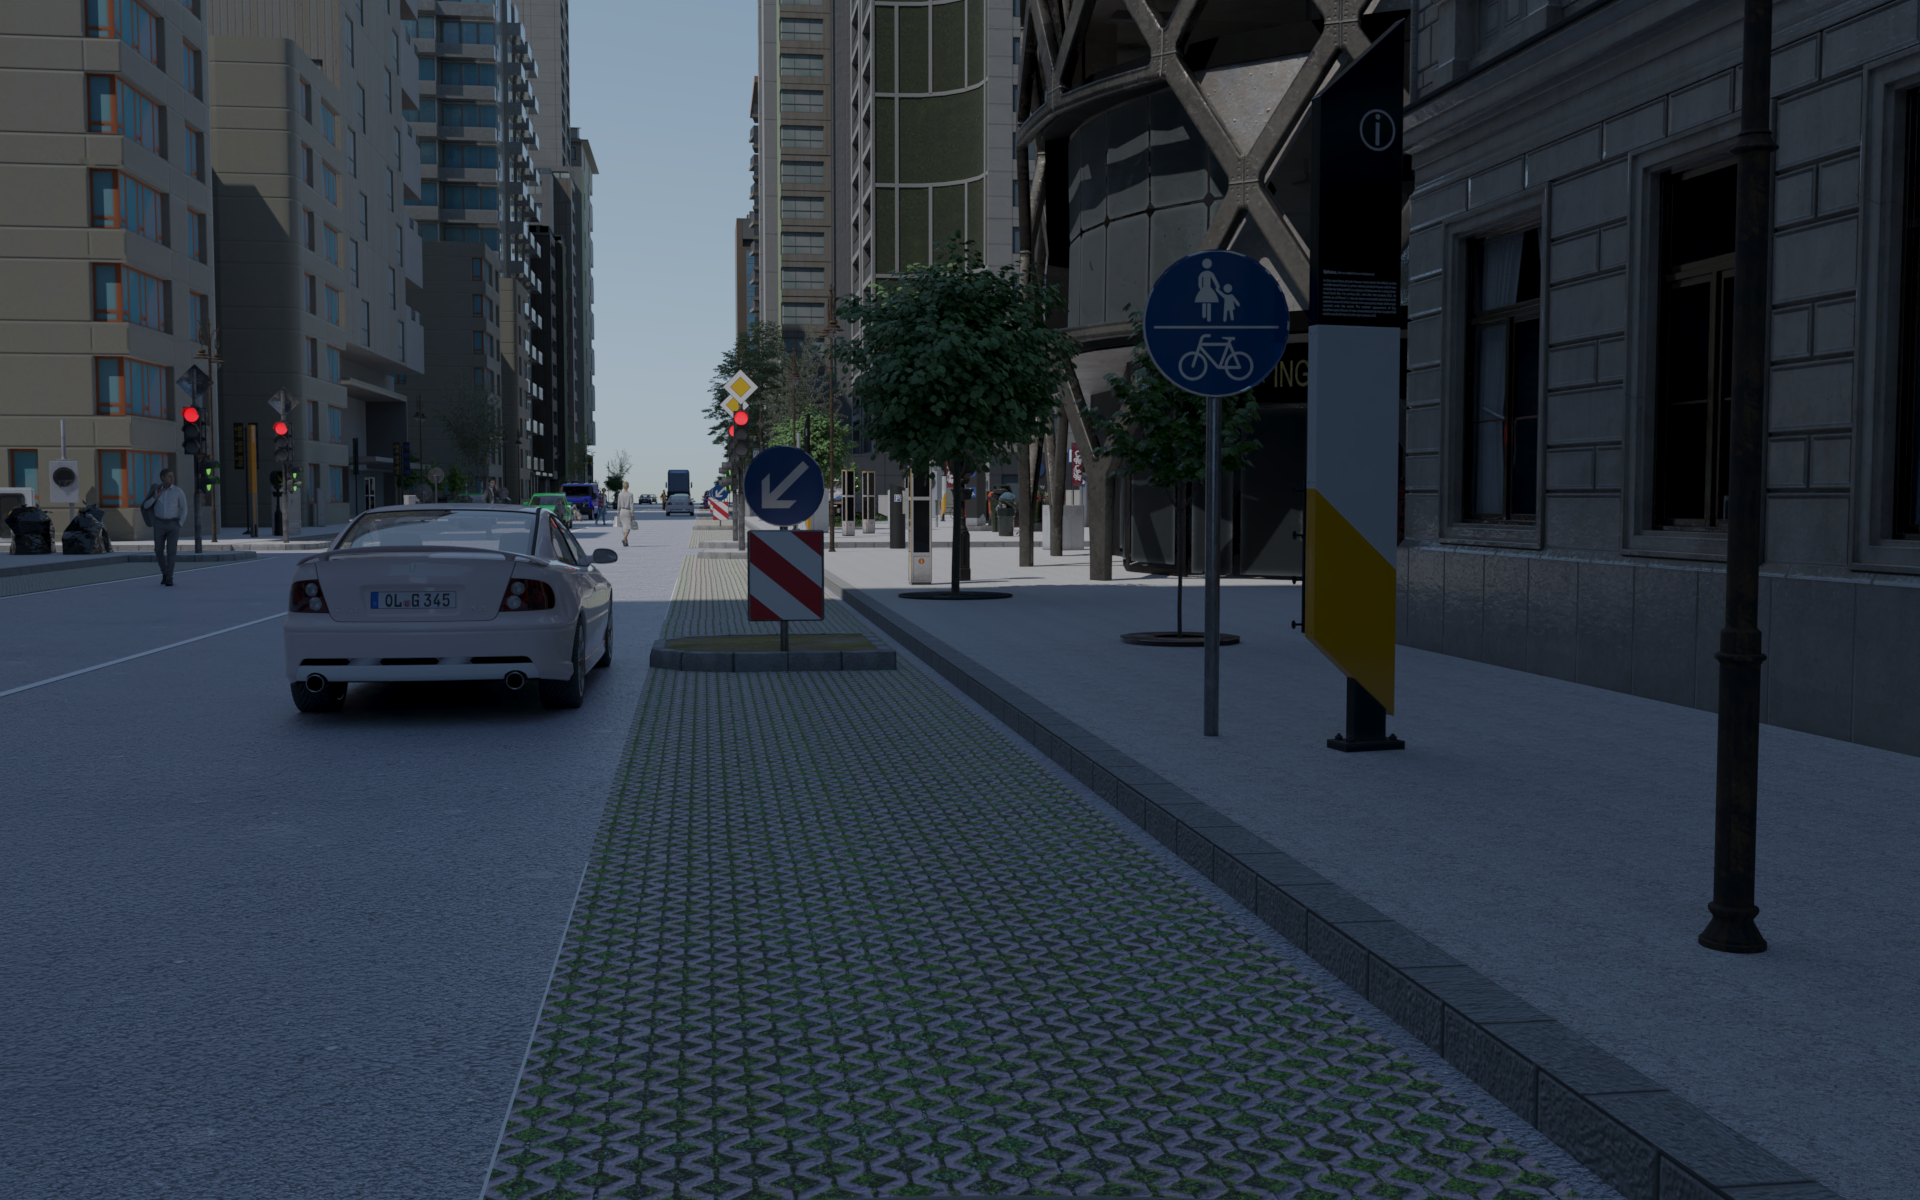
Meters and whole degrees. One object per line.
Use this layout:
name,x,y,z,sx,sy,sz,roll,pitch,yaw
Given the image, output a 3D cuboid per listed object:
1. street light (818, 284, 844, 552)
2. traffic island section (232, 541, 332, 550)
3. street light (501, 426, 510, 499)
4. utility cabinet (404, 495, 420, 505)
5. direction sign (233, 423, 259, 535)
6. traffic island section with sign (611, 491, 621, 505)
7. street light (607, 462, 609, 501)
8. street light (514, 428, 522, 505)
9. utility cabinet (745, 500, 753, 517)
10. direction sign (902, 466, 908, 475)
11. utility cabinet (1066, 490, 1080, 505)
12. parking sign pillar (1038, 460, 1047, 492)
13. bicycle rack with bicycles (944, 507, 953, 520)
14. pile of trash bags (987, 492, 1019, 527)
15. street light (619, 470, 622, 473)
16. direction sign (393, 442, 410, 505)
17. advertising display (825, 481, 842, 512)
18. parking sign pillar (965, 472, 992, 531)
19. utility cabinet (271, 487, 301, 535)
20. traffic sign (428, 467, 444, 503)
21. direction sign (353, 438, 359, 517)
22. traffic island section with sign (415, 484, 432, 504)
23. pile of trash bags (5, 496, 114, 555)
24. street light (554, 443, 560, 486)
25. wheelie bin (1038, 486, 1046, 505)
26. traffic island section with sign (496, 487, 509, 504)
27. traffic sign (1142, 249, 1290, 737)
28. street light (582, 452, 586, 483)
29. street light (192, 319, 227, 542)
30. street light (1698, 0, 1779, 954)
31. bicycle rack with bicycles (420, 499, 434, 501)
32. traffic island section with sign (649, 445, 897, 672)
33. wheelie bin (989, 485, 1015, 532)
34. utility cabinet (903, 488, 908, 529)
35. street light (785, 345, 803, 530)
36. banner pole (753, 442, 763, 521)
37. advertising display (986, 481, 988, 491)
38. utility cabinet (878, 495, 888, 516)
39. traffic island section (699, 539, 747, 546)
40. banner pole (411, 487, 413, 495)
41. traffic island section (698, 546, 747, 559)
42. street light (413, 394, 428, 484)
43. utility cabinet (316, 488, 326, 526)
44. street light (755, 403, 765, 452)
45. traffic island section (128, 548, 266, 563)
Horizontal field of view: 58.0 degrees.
street light,-2.835,-4.003,38.231,0.468,5.910,1.993,-1,4,-8
traffic island section,-17.711,-1.419,45.485,2.009,0.180,2.903,-1,4,-8
street light,-29.833,-8.617,113.675,0.468,5.910,1.993,-1,4,-8
utility cabinet,-27.403,-4.615,86.621,0.306,1.237,1.020,1,4,13
direction sign,-22.631,-3.852,54.975,0.876,3.537,0.379,1,4,14
traffic island section with sign,-44.263,-13.228,224.902,1.989,1.847,2.006,-1,4,-8
street light,-48.056,-16.147,236.791,0.468,5.910,1.993,-1,4,-8
street light,-30.999,-9.111,121.747,0.468,5.910,1.993,-1,4,-8
utility cabinet,-11.954,-5.312,98.014,0.306,1.237,1.020,0,4,2
direction sign,-2.684,-5.699,85.183,0.379,3.537,0.876,1,4,21
utility cabinet,6.537,-5.402,97.001,1.173,1.500,0.318,1,4,13
parking sign pillar,4.357,-6.828,100.111,1.447,3.967,1.447,-1,4,-9
bicycle rack with bicycles,0.654,-4.503,87.009,2.925,0.926,2.852,-3,4,-38
pile of trash bags,1.888,-3.480,66.648,1.912,1.369,3.447,2,4,23
street light,-53.072,-18.205,270.437,0.468,5.910,1.993,-1,4,-8
direction sign,-24.378,-5.118,75.673,0.876,3.537,0.379,1,4,20
advertising display,-6.139,-4.827,84.136,0.974,1.923,0.123,1,4,14
parking sign pillar,0.543,-4.384,60.157,1.447,3.967,1.447,1,4,14
utility cabinet,-20.924,-2.761,53.825,0.318,1.500,1.173,1,4,9
traffic sign,-24.926,-5.033,82.397,0.768,2.556,0.104,0,4,-7
direction sign,-24.384,-4.768,69.949,0.379,3.537,0.876,-2,4,-31
traffic island section with sign,-21.054,-3.629,67.956,1.989,1.847,2.006,-1,4,-8
pile of trash bags,-20.034,-1.681,37.230,3.447,1.369,1.912,0,4,-4
street light,-36.120,-11.178,155.547,0.468,5.910,1.993,-1,4,-8
wheelie bin,2.950,-3.770,69.547,0.980,1.594,0.693,-2,4,-35
traffic island section with sign,-25.021,-5.271,94.809,1.989,1.847,2.006,-1,4,-8
traffic sign,1.335,-0.551,9.123,0.768,2.556,0.104,0,4,0
street light,-41.023,-13.243,189.308,0.468,5.910,1.993,-1,4,-8
street light,-19.806,-4.468,45.837,0.468,5.910,1.993,-1,4,-8
street light,2.194,-1.954,4.740,0.468,5.910,1.993,-1,4,-8
bicycle rack with bicycles,-36.244,-6.380,117.702,2.852,0.926,2.925,-1,4,-23
traffic island section with sign,-1.640,-0.378,14.805,1.989,1.847,2.006,-1,4,-8
wheelie bin,1.428,-3.079,58.252,0.980,1.594,0.693,2,4,32
utility cabinet,-1.802,-3.294,62.536,0.318,1.500,1.173,-1,4,-15
street light,-5.159,-4.963,53.938,0.468,5.910,1.993,-1,4,-8
banner pole,-9.652,-5.689,83.029,0.401,3.779,0.863,3,4,37
advertising display,1.232,-4.769,83.184,0.123,1.923,0.974,0,4,8
utility cabinet,-4.005,-5.117,94.817,1.020,1.237,0.306,3,5,42
traffic island section,-6.095,-1.524,47.192,2.009,0.180,2.903,-1,4,-8
banner pole,-36.394,-7.613,114.493,0.863,3.779,0.401,1,4,23
traffic island section,-4.926,-1.040,39.293,2.009,0.180,2.903,-1,4,-8
street light,-24.944,-6.567,80.163,0.468,5.910,1.993,-1,4,-8
utility cabinet,-25.076,-3.629,68.008,0.318,1.500,1.173,-1,4,-22
street light,-10.056,-7.013,87.448,0.468,5.910,1.993,-1,4,-8
traffic island section,-16.543,-0.936,37.586,2.009,0.180,2.903,-1,4,-8
